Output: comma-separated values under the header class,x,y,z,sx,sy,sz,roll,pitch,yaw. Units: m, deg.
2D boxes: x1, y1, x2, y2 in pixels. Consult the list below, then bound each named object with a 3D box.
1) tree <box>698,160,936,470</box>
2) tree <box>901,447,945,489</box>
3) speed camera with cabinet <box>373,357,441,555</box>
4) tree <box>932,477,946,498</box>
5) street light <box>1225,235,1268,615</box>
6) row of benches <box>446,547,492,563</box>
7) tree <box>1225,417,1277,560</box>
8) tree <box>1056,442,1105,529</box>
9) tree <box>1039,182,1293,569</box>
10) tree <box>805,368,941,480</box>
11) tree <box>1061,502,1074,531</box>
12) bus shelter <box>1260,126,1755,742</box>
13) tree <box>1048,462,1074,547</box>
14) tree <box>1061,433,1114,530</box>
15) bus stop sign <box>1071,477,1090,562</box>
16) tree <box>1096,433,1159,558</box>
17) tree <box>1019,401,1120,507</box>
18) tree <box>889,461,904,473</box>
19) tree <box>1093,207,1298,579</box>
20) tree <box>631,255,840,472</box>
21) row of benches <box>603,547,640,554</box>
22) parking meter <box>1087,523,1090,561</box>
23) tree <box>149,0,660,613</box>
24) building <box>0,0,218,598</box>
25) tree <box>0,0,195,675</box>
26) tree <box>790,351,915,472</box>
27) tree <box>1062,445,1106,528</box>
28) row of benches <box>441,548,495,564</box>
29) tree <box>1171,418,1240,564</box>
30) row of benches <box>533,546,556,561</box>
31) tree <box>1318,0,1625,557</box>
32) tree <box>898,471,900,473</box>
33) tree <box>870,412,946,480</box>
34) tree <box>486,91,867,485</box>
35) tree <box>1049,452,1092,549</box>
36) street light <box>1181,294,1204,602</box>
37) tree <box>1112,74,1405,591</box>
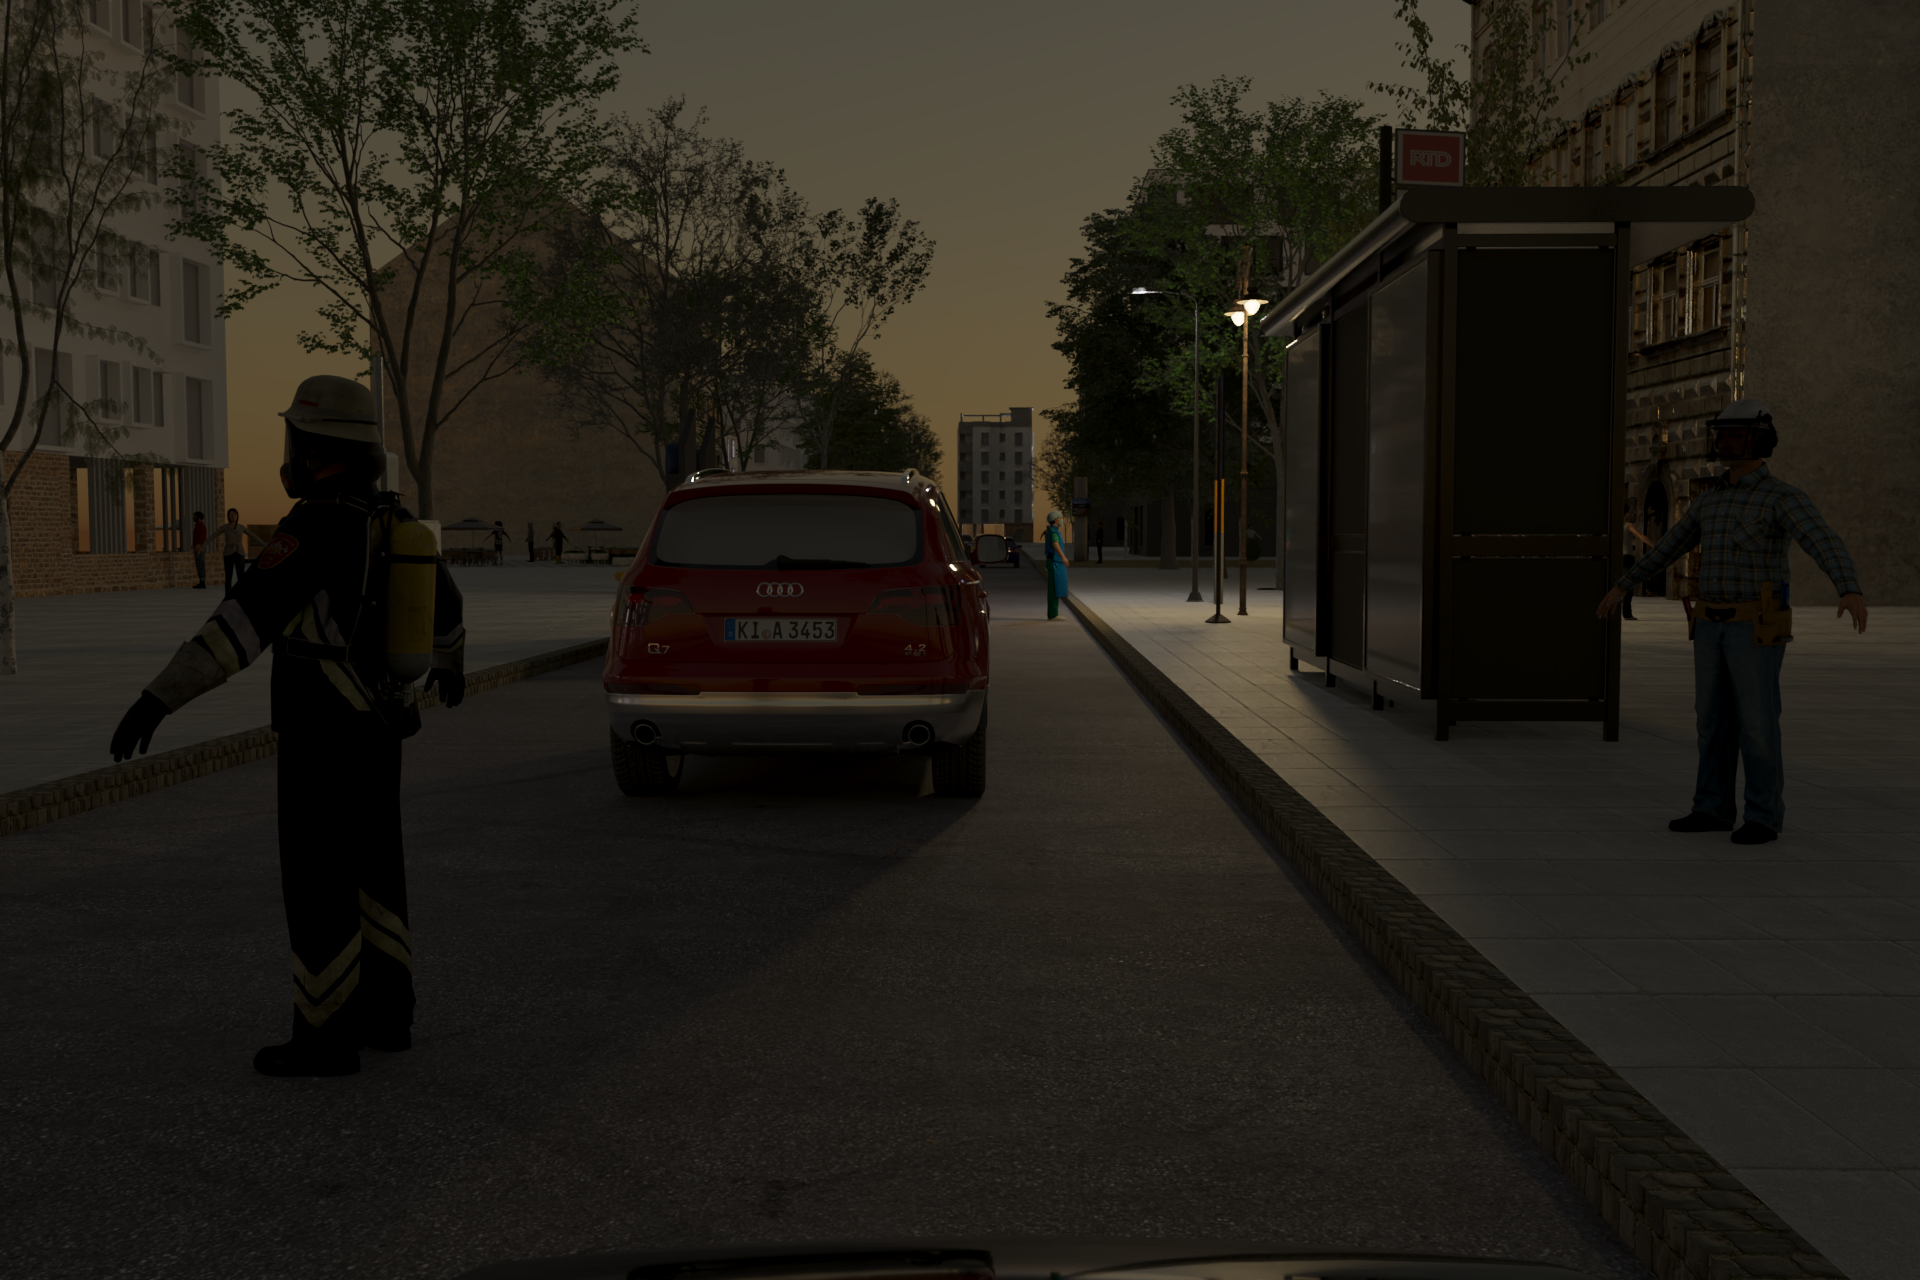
class,x,y,z,sx,sy,sz,roll,pitch,yaw
tree,-8.483,-14.305,89.768,12.611,20.169,13.585,0,3,0
tree,-5.326,-15.010,171.171,9.928,11.665,9.643,0,3,0
speed camera with cabinet,-6.661,-1.578,20.141,0.660,3.252,2.038,0,4,2
tree,-5.560,-19.851,258.975,7.601,10.594,8.767,1,4,10
street light,4.468,-3.327,27.192,0.468,5.910,1.993,0,4,1
row of benches,-22.549,-3.896,79.167,1.422,0.672,4.104,1,4,9
tree,13.741,-8.182,84.145,4.737,8.622,4.395,0,3,0
tree,9.115,-10.884,128.316,4.360,8.622,3.978,0,3,0
tree,7.554,-9.537,62.588,9.857,13.997,8.962,0,3,0
tree,-6.167,-13.267,127.288,12.009,13.543,11.850,0,3,0
tree,17.229,-19.053,261.871,4.737,8.622,4.395,0,3,0
bus shelter,3.875,-2.274,14.808,2.179,5.291,8.768,0,4,2
tree,10.279,-13.349,168.624,4.737,8.622,4.395,0,3,0
tree,8.486,-9.980,113.537,4.737,8.622,4.395,0,3,0
bus stop sign,5.582,-5.572,80.113,0.837,3.901,0.837,0,4,1
tree,9.019,-8.632,91.500,4.737,8.622,4.395,0,3,0
tree,10.566,-14.989,155.434,12.009,13.543,11.850,0,3,0
tree,-6.072,-11.469,137.873,4.360,8.622,3.978,0,3,0
tree,7.244,-7.049,49.666,7.601,10.594,8.767,1,4,15
tree,-8.186,-8.406,63.194,9.928,11.665,9.643,0,3,0
row of benches,-16.278,-4.170,83.639,1.422,0.672,4.104,-2,4,-33
parking meter,5.972,-4.698,82.516,0.399,1.863,0.255,0,4,1
tree,-8.708,-6.233,27.666,9.928,11.665,9.643,0,3,0
building,-23.948,-10.654,30.617,16.016,20.090,11.380,0,4,2
tree,-8.768,-4.005,15.837,4.360,8.622,3.978,0,3,0
tree,-6.605,-11.563,107.187,7.486,12.596,7.792,0,3,0
tree,9.947,-11.364,136.168,4.737,8.622,4.395,0,3,0
row of benches,-21.377,-3.607,74.433,1.422,0.672,4.104,1,4,19
tree,9.796,-7.541,73.661,4.360,8.622,3.978,0,3,0
row of benches,-20.212,-4.198,84.107,1.422,0.672,4.104,0,4,-4
tree,6.530,-4.417,22.578,4.737,8.622,4.395,0,3,0
tree,-4.945,-12.990,162.749,4.360,8.622,3.978,0,3,0
tree,-5.096,-13.623,148.487,9.928,11.665,9.643,0,3,0
tree,-8.245,-8.481,49.033,12.009,13.543,11.850,0,3,0
tree,9.612,-12.029,147.036,4.360,8.622,3.978,0,3,0
street light,4.997,-3.676,32.642,1.470,5.913,1.316,0,4,1
tree,7.308,-6.947,39.341,9.928,11.665,9.643,0,3,0
